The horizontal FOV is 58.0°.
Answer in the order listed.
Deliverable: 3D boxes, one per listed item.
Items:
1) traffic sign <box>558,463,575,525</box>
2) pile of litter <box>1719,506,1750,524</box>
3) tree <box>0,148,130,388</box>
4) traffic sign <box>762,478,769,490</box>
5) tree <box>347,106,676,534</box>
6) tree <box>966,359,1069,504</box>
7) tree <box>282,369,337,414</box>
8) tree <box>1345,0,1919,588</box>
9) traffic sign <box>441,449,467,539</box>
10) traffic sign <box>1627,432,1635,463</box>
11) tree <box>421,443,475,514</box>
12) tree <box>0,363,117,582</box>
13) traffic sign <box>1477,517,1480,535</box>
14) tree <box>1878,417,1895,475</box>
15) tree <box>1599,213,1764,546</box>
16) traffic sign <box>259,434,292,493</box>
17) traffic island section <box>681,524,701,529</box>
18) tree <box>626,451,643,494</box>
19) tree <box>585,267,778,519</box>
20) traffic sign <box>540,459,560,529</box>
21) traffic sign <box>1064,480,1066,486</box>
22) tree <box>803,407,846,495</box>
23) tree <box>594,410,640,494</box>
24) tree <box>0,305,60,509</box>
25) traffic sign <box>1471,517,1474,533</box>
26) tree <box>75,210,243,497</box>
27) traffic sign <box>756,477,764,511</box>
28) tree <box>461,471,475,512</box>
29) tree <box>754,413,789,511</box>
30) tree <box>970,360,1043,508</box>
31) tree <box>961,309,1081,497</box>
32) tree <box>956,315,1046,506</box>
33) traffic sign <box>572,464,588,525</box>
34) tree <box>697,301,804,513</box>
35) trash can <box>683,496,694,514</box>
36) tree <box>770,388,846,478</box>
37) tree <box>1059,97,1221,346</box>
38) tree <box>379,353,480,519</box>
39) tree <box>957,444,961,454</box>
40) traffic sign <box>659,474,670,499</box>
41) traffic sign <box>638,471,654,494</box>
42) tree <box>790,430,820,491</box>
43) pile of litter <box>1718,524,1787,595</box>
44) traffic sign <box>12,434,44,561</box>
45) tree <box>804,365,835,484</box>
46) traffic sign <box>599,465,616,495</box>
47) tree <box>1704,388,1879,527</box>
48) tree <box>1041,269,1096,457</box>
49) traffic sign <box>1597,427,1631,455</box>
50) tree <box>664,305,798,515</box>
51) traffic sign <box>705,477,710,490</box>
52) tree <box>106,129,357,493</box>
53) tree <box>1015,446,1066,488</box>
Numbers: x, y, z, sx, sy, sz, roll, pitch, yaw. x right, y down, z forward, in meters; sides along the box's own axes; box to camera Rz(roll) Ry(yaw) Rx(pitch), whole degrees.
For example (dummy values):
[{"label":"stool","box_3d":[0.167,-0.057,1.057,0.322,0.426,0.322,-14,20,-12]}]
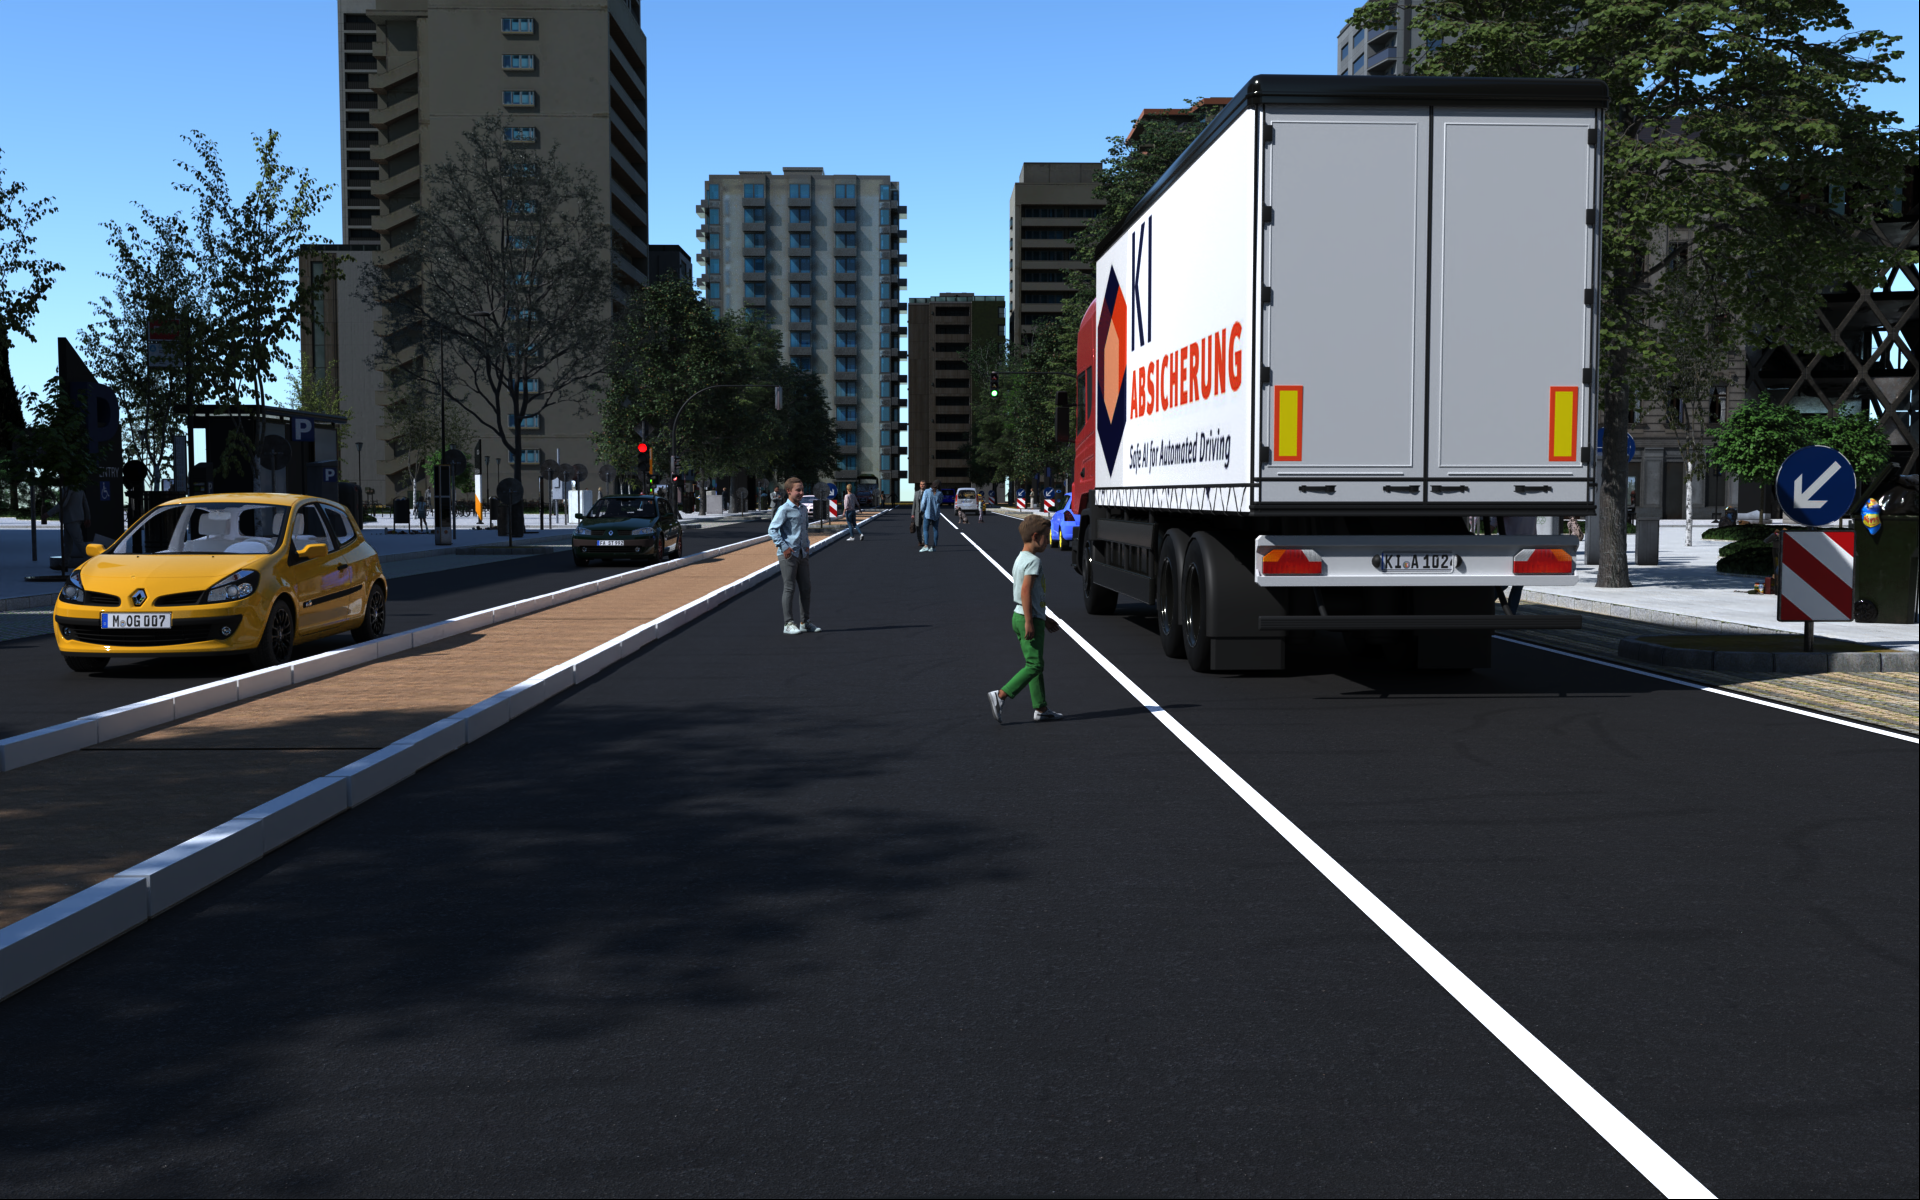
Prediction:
[{"label":"traffic sign","box_3d":[-16.425,-4.403,72.096,0.768,2.556,0.104,0,4,1]},{"label":"pile of litter","box_3d":[28.953,-3.088,64.456,1.719,0.858,1.176,-2,4,-25]},{"label":"tree","box_3d":[-20.969,-5.251,36.219,4.737,8.622,4.395,0,3,0]},{"label":"traffic sign","box_3d":[-15.892,-8.603,140.759,0.768,2.556,0.104,0,4,2]},{"label":"tree","box_3d":[-14.476,-8.907,55.996,12.009,13.543,11.850,0,3,0]},{"label":"tree","box_3d":[6.591,-12.583,131.484,9.928,11.665,9.643,0,3,0]},{"label":"tree","box_3d":[-38.484,-9.280,102.089,4.360,8.622,3.978,0,3,0]},{"label":"tree","box_3d":[9.044,-6.419,23.079,7.486,12.596,7.792,0,3,0]},{"label":"traffic sign","box_3d":[-14.327,-2.991,49.006,0.768,2.556,0.104,0,4,8]},{"label":"traffic sign","box_3d":[12.717,-2.055,33.712,0.768,2.556,0.104,0,4,7]},{"label":"tree","box_3d":[-32.928,-7.815,111.484,4.285,4.588,4.351,0,3,0]},{"label":"tree","box_3d":[-13.309,-1.910,25.835,1.663,3.219,1.824,0,3,0]},{"label":"traffic sign","box_3d":[11.814,-2.281,39.428,0.606,2.300,0.079,0,4,3]},{"label":"tree","box_3d":[30.828,-4.698,60.523,4.285,4.588,4.351,0,3,0]},{"label":"tree","box_3d":[17.678,-5.624,42.308,4.360,8.622,3.978,0,3,0]},{"label":"traffic sign","box_3d":[-14.676,-2.259,37.047,0.768,2.556,0.104,0,4,0]},{"label":"traffic island section","box_3d":[-11.912,-3.058,72.281,2.009,0.180,2.903,0,4,-1]},{"label":"tree","box_3d":[-27.603,-11.883,144.644,4.360,8.622,3.978,0,3,0]},{"label":"tree","box_3d":[-14.529,-10.452,87.903,9.611,12.733,9.660,0,3,0]},{"label":"traffic sign","box_3d":[-15.040,-3.879,63.523,0.768,2.556,0.104,0,4,7]},{"label":"traffic sign","box_3d":[9.050,-8.835,144.554,0.768,2.556,0.104,0,4,5]},{"label":"tree","box_3d":[-17.736,-17.894,210.685,7.486,12.596,7.792,0,3,0]},{"label":"tree","box_3d":[-26.794,-11.405,136.839,4.737,8.622,4.395,0,3,0]},{"label":"tree","box_3d":[-70.165,-13.580,123.850,13.155,14.587,18.604,0,4,-8]},{"label":"traffic sign","box_3d":[12.677,-2.616,42.769,0.884,2.594,0.081,0,4,4]},{"label":"tree","box_3d":[-21.141,-5.812,45.388,4.360,8.622,3.978,0,3,0]},{"label":"traffic sign","box_3d":[-15.249,-8.044,131.621,0.768,2.556,0.104,0,4,0]},{"label":"tree","box_3d":[-34.915,-7.821,122.482,1.663,3.219,1.824,0,3,0]},{"label":"tree","box_3d":[-15.469,-11.260,134.461,4.737,8.622,4.395,0,3,0]},{"label":"tree","box_3d":[5.503,-15.715,163.603,9.857,13.997,8.962,0,3,0]},{"label":"tree","box_3d":[6.913,-11.570,106.173,9.611,12.733,9.660,0,3,0]},{"label":"tree","box_3d":[6.315,-20.063,183.924,12.611,20.169,13.585,0,3,0]},{"label":"traffic sign","box_3d":[-15.948,-4.425,72.452,0.768,2.556,0.104,0,4,0]},{"label":"tree","box_3d":[-15.234,-12.797,115.886,9.857,13.997,8.962,0,3,0]},{"label":"trash can","box_3d":[-17.946,-6.286,114.432,0.748,1.137,0.748,0,3,0]},{"label":"tree","box_3d":[-17.663,-17.242,192.282,12.009,13.543,11.850,0,3,0]},{"label":"tree","box_3d":[7.898,-9.147,56.209,9.857,13.997,8.962,0,3,0]},{"label":"tree","box_3d":[-27.519,-8.403,87.749,4.360,8.622,3.978,0,3,0]},{"label":"tree","box_3d":[4.386,-18.857,225.320,9.611,12.733,9.660,0,3,0]},{"label":"traffic sign","box_3d":[-16.417,-5.924,96.865,0.884,2.594,0.081,0,4,3]},{"label":"traffic sign","box_3d":[-14.154,-4.768,78.070,0.768,2.556,0.104,0,4,2]},{"label":"tree","box_3d":[-16.329,-14.136,181.488,4.360,8.622,3.978,0,3,0]},{"label":"pile of litter","box_3d":[10.712,-0.495,22.063,1.176,0.858,1.719,-1,4,-11]},{"label":"traffic sign","box_3d":[-17.777,-2.024,33.197,0.768,2.556,0.104,0,4,0]},{"label":"tree","box_3d":[-16.345,-15.712,163.553,9.857,13.997,8.962,0,3,0]},{"label":"traffic sign","box_3d":[-15.241,-4.576,74.928,0.768,2.556,0.104,0,4,3]},{"label":"tree","box_3d":[24.906,-4.275,53.611,4.285,4.588,4.351,0,3,0]},{"label":"tree","box_3d":[7.743,-10.108,83.387,7.486,12.596,7.792,0,3,0]},{"label":"traffic sign","box_3d":[12.136,-1.978,32.443,0.768,2.556,0.104,0,4,5]},{"label":"tree","box_3d":[-15.331,-11.384,104.262,7.486,12.596,7.792,0,3,0]},{"label":"traffic sign","box_3d":[-18.927,-7.868,128.744,0.768,2.556,0.104,0,4,4]},{"label":"tree","box_3d":[-14.204,-5.127,34.189,4.737,8.622,4.395,0,3,0]},{"label":"tree","box_3d":[6.812,-11.616,140.276,4.360,8.622,3.978,0,3,0]}]
